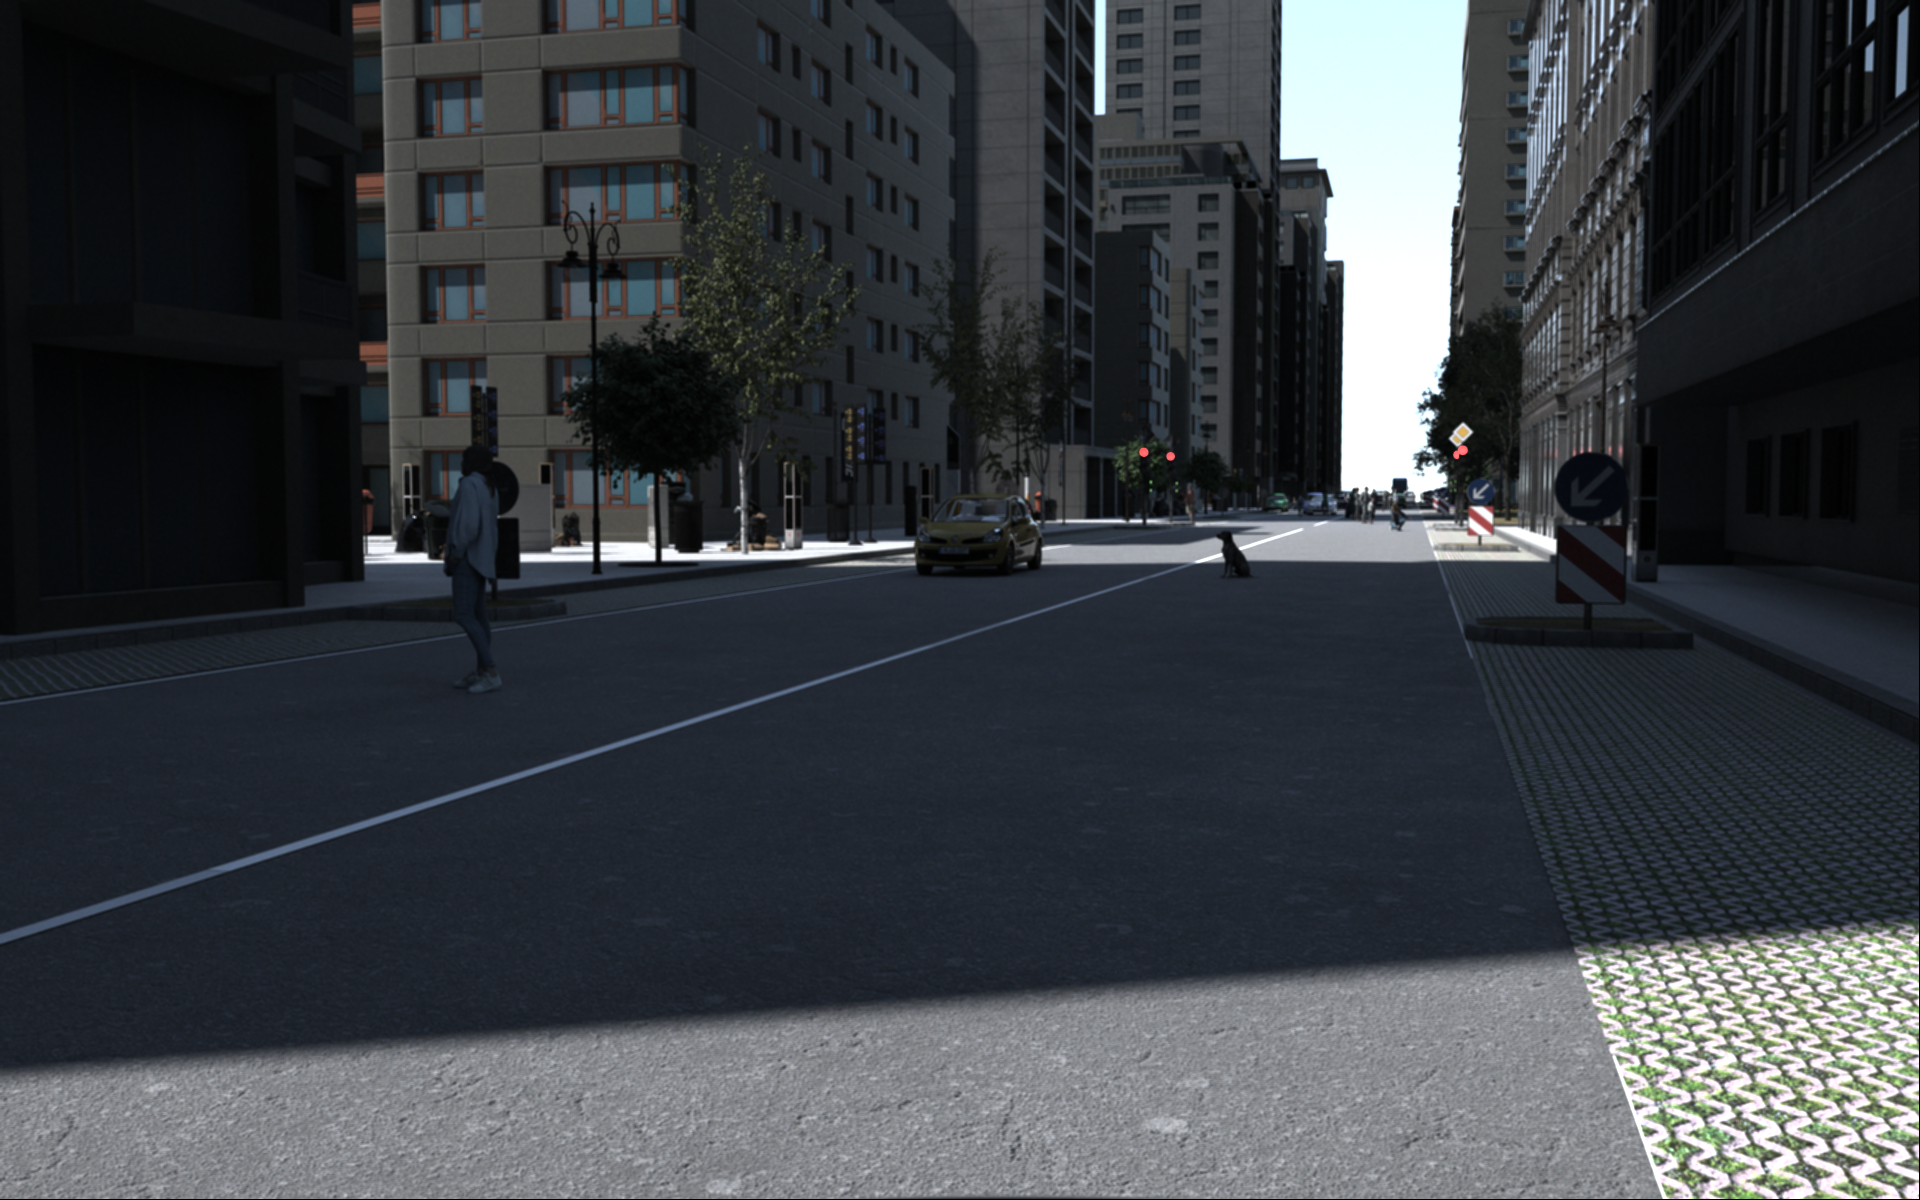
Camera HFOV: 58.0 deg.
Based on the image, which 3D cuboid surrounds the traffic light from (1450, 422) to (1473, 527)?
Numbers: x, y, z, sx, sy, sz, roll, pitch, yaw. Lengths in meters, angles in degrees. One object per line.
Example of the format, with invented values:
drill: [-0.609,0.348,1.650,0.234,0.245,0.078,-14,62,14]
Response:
traffic light: [19.571,-4.810,67.562,0.839,4.253,0.868,1,4,15]

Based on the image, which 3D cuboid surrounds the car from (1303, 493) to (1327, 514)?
car: [25.945,-7.152,126.529,1.945,1.707,3.694,1,4,13]

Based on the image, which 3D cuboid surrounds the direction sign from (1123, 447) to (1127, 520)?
direction sign: [8.092,-5.643,84.263,0.379,3.537,0.876,0,4,1]

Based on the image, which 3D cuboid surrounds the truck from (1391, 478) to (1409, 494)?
truck: [70.695,-17.688,278.956,2.967,4.110,18.799,1,4,16]

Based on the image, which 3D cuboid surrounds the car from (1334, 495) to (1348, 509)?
car: [36.660,-9.505,167.980,1.945,1.354,3.894,1,4,16]

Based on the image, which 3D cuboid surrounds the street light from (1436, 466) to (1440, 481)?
street light: [83.070,-20.111,301.597,0.468,5.910,1.993,1,4,15]

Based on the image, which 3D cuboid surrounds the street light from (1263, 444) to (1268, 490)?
street light: [27.041,-11.037,153.237,0.468,5.910,1.993,1,4,15]

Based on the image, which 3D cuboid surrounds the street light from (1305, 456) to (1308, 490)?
street light: [42.227,-14.582,211.197,0.468,5.910,1.993,1,4,15]

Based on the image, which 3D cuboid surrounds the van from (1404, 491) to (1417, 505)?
van: [60.851,-13.927,234.713,2.013,2.044,4.112,1,4,13]

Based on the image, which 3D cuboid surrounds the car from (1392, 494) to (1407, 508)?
car: [44.033,-10.132,174.452,1.959,1.807,4.718,1,4,15]

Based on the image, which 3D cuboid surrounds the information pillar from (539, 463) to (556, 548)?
information pillar: [-9.872,-2.260,41.448,0.304,2.012,0.304,0,4,-2]

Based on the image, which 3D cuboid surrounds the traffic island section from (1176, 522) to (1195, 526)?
traffic island section: [9.548,-3.442,78.552,2.009,0.180,2.903,1,4,15]

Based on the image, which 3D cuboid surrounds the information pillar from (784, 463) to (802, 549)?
information pillar: [-3.888,-2.197,40.420,0.304,2.012,0.304,2,4,35]

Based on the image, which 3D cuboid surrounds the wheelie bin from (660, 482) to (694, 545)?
wheelie bin: [-7.263,-2.213,44.096,0.980,1.594,0.693,-1,4,-18]

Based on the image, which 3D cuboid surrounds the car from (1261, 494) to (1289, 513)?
car: [24.502,-7.698,134.666,1.959,1.807,4.718,1,4,16]

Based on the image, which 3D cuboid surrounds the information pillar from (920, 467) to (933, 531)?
information pillar: [-0.918,-2.660,47.989,0.304,2.012,0.304,1,4,13]

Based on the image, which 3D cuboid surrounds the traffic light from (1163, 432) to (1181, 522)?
traffic light: [9.585,-5.473,78.408,0.839,4.253,0.868,1,4,15]

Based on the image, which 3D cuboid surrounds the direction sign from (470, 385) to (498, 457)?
direction sign: [-10.004,-2.721,36.491,0.379,3.537,0.876,1,4,20]

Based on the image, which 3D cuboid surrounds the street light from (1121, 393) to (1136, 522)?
street light: [7.686,-6.513,79.278,0.468,5.910,1.993,1,4,15]

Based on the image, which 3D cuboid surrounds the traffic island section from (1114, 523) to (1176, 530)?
traffic island section: [7.524,-2.969,70.827,2.009,0.180,2.903,1,4,15]

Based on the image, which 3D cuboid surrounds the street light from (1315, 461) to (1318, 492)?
street light: [48.117,-15.957,233.676,0.468,5.910,1.993,1,4,15]

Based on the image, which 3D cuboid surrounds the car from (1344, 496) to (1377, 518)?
car: [24.149,-5.623,104.521,1.945,1.354,3.894,1,4,13]

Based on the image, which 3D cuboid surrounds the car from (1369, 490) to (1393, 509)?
car: [40.734,-9.720,167.599,2.281,1.827,5.304,1,4,15]

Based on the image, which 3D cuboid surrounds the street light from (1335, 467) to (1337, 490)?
street light: [63.331,-19.491,291.460,0.468,5.910,1.993,1,4,15]

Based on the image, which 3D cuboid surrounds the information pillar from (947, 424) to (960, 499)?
information pillar: [-0.228,-4.086,58.158,0.504,3.616,0.183,2,4,32]

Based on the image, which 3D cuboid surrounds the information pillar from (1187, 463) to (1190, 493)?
information pillar: [16.400,-8.086,123.568,0.504,3.616,0.183,-1,4,-21]

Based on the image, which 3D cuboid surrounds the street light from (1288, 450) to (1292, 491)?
street light: [34.645,-12.810,182.234,0.468,5.910,1.993,1,4,15]

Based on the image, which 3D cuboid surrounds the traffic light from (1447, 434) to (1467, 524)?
traffic light: [21.596,-5.282,75.287,0.839,4.253,0.868,1,4,15]

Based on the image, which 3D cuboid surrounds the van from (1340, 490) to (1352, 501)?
van: [41.700,-10.988,186.668,2.013,2.044,4.112,1,4,15]

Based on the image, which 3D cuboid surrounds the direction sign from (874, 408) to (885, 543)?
direction sign: [-2.368,-3.278,45.589,0.876,3.537,0.379,-2,4,-27]

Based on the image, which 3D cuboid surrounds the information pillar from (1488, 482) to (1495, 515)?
information pillar: [32.147,-6.134,104.776,0.304,2.012,0.304,-2,4,-33]

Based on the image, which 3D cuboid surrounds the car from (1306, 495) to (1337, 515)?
car: [24.799,-6.499,118.612,2.083,1.381,4.827,1,4,15]

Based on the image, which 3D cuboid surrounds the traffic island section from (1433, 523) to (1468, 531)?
traffic island section: [21.632,-3.248,75.392,2.009,0.180,2.903,1,4,15]

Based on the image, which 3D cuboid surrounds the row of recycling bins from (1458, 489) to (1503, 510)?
row of recycling bins: [41.067,-7.926,136.695,3.534,1.692,1.069,2,4,26]

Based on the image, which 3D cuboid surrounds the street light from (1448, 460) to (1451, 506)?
street light: [54.297,-13.421,192.226,0.468,5.910,1.993,1,4,15]

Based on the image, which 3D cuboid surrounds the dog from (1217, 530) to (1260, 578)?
dog: [4.831,-0.786,29.688,0.800,0.831,0.513,1,4,18]

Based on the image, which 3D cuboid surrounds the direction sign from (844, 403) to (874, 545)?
direction sign: [-2.631,-3.151,43.513,0.379,3.537,0.876,-3,5,-39]

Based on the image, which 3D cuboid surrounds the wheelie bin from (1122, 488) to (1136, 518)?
wheelie bin: [9.180,-5.289,94.378,0.693,1.594,0.980,-1,4,-12]

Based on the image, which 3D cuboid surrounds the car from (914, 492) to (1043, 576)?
car: [0.369,-1.321,31.824,2.015,1.641,3.980,1,4,14]

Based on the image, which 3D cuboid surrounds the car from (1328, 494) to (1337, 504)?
car: [33.128,-8.840,156.534,2.014,1.417,4.499,1,4,16]

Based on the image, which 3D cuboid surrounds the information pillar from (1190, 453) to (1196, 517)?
information pillar: [13.392,-6.586,99.036,0.183,3.616,0.504,1,4,8]

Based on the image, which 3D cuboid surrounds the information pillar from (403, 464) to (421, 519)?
information pillar: [-13.440,-2.326,42.515,0.304,2.012,0.304,2,4,33]

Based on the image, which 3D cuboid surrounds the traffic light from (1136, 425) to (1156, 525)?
traffic light: [7.560,-5.001,70.682,0.839,4.253,0.868,1,4,15]

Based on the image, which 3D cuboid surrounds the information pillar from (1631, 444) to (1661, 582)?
information pillar: [10.028,-1.274,25.324,0.304,2.012,0.304,0,4,8]

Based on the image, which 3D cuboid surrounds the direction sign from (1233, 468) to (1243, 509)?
direction sign: [23.932,-9.617,149.229,0.876,3.537,0.379,2,4,27]

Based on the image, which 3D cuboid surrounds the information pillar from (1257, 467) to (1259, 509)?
information pillar: [25.413,-9.554,147.567,0.183,3.616,0.504,1,4,9]

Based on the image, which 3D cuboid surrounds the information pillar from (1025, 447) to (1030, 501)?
information pillar: [3.299,-5.737,85.150,0.183,3.616,0.504,-1,4,-15]
